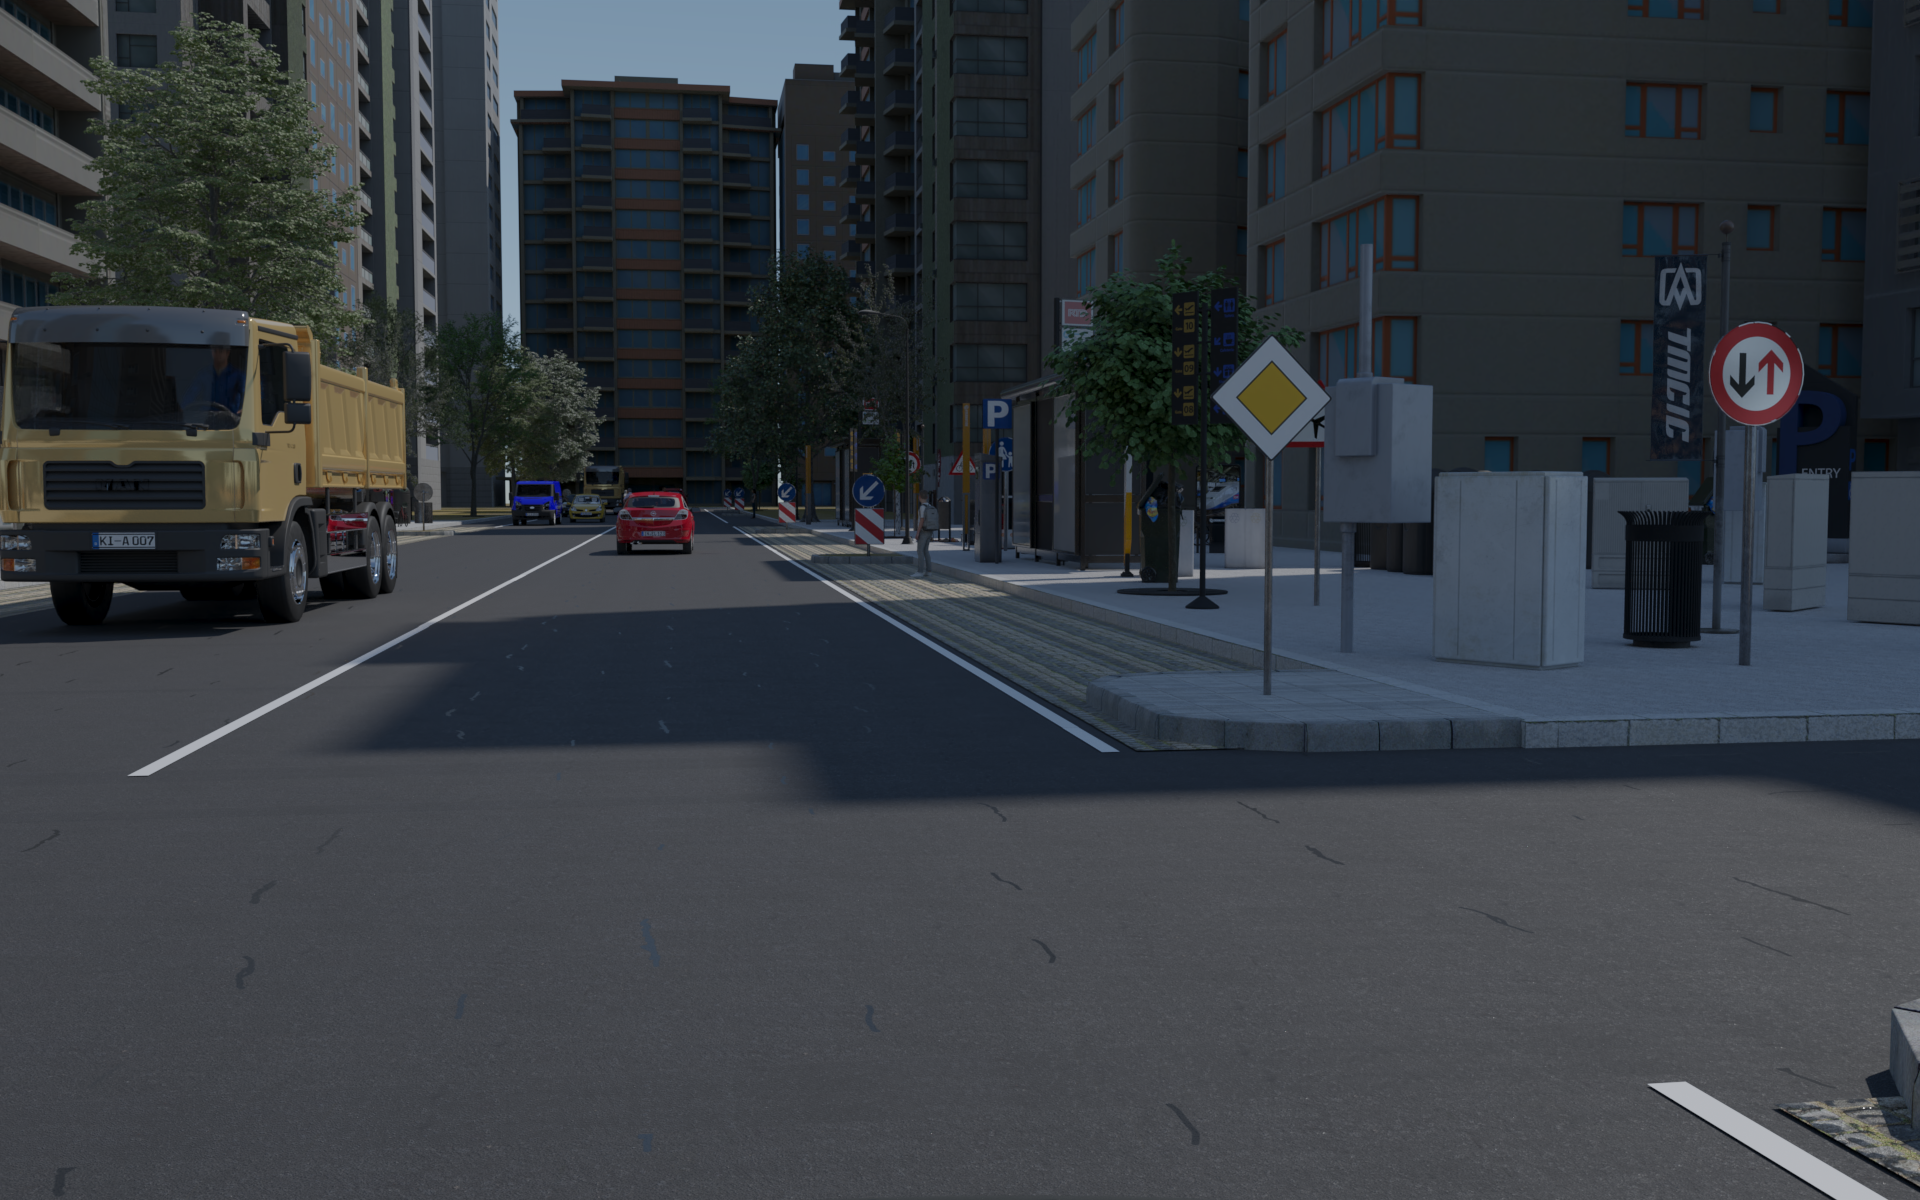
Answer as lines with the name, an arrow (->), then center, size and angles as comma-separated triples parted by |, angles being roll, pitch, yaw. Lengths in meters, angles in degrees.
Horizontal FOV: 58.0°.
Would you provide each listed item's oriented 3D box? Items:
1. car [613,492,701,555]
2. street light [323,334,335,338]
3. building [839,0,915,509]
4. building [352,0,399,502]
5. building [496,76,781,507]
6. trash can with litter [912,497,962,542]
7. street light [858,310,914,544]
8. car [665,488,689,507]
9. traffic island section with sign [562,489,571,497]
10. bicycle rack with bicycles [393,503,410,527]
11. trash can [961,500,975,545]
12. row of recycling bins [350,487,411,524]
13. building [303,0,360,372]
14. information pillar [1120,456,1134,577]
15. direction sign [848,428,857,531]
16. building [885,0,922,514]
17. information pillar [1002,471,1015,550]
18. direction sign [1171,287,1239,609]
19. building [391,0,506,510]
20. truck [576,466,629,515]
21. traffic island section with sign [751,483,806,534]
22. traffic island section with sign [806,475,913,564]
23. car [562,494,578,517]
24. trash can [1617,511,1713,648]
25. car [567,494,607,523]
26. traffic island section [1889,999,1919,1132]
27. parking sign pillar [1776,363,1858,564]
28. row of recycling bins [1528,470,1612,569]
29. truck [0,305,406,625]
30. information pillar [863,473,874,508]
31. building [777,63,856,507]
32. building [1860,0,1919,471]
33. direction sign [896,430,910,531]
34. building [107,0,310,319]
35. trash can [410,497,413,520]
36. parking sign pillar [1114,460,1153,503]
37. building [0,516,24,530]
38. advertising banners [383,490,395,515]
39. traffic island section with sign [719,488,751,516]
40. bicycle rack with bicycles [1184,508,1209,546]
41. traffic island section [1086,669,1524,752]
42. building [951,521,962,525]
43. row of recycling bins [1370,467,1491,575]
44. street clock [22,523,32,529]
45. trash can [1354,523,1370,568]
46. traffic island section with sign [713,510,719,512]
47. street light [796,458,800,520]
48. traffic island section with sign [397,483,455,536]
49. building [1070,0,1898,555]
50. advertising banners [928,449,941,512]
car -> -7.474, -2.055, 42.637 | 2.155, 1.783, 4.494 | 0, 4, -8
street light -> -18.795, -4.750, 50.201 | 1.470, 5.913, 1.316 | -1, 4, -9
building -> 1.816, -29.707, 140.329 | 22.147, 44.769, 28.867 | -1, 4, -9
building -> -45.830, -26.400, 115.236 | 14.154, 41.232, 14.086 | -1, 4, -9
building -> -33.858, -32.421, 184.707 | 28.867, 44.769, 22.147 | -1, 4, -9
trash can with litter -> -0.561, -2.179, 46.677 | 1.678, 1.210, 2.233 | -3, 4, -36
street light -> -1.878, -4.368, 43.958 | 1.470, 5.913, 1.316 | -1, 4, -9
car -> -19.086, -6.479, 114.609 | 2.281, 1.827, 5.304 | -1, 4, -11
traffic island section with sign -> -31.150, -7.878, 137.430 | 1.989, 1.847, 2.006 | -1, 4, -9
bicycle rack with bicycles -> -23.045, -3.355, 68.235 | 2.852, 0.926, 2.925 | -2, 4, -23
trash can -> 0.388, -1.952, 43.576 | 0.748, 1.137, 0.748 | 0, 3, 0
row of recycling bins -> -25.438, -4.109, 74.297 | 3.534, 1.692, 1.069 | -1, 4, -23
building -> -43.827, -27.586, 101.135 | 14.600, 45.320, 14.200 | -1, 4, -9
information pillar -> 2.594, -2.164, 26.730 | 0.183, 3.616, 0.504 | 0, 4, 2
direction sign -> -3.680, -4.147, 59.802 | 0.379, 3.537, 0.876 | 1, 4, 12
building -> 6.266, -41.401, 115.165 | 20.563, 71.187, 20.611 | -1, 4, -9
information pillar -> 1.099, -2.181, 40.156 | 0.304, 2.012, 0.304 | -3, 5, -42
direction sign -> 2.719, -1.672, 19.329 | 0.876, 3.537, 0.379 | 3, 5, 44
building -> -62.101, -38.949, 178.823 | 28.212, 58.520, 21.231 | -1, 4, -9
truck -> -24.758, -7.622, 120.545 | 3.469, 3.379, 9.791 | -1, 4, -10
traffic island section with sign -> -6.455, -3.328, 63.034 | 1.989, 1.847, 2.006 | -1, 4, -9
traffic island section with sign -> -2.088, -1.682, 36.128 | 1.989, 1.847, 2.006 | -1, 4, -9
car -> -24.078, -6.031, 108.397 | 2.009, 1.686, 4.222 | 0, 4, -7
trash can -> 5.923, -0.180, 14.590 | 0.748, 1.137, 0.748 | 0, 3, 0
car -> -18.918, -4.755, 87.965 | 2.015, 1.641, 3.980 | -1, 4, -10
traffic island section -> 3.261, 1.167, 3.197 | 2.009, 0.180, 2.903 | -1, 4, -9
parking sign pillar -> 16.070, -2.694, 32.514 | 1.447, 3.967, 1.447 | -3, 5, -45
row of recycling bins -> 9.655, -1.421, 30.339 | 3.534, 1.692, 1.069 | 2, 4, 25
truck -> -8.917, -1.547, 21.221 | 3.469, 3.379, 9.791 | -1, 4, -8
information pillar -> -3.251, -3.482, 61.416 | 0.304, 2.012, 0.304 | 1, 4, 14
building -> -11.802, -32.693, 184.635 | 14.200, 45.320, 14.600 | -1, 4, -9
building -> 26.916, -21.183, 29.935 | 14.086, 41.232, 14.154 | -1, 4, -9
direction sign -> -2.048, -4.217, 60.940 | 0.379, 3.537, 0.876 | 3, 4, 36
building -> -41.452, -19.297, 87.204 | 14.160, 30.474, 14.107 | -1, 4, -9
trash can -> -25.821, -4.218, 80.619 | 0.748, 1.137, 0.748 | 0, 3, 0
parking sign pillar -> 5.106, -3.824, 50.987 | 1.447, 3.967, 1.447 | -3, 4, -36
building -> -39.781, -26.103, 50.481 | 21.300, 48.544, 21.600 | -1, 4, -9
advertising banners -> -21.343, -4.204, 64.927 | 0.090, 3.025, 2.074 | 0, 4, -5
traffic island section with sign -> -14.432, -6.336, 112.224 | 1.989, 1.847, 2.006 | -1, 4, -9
bicycle rack with bicycles -> 5.824, -1.839, 43.446 | 2.925, 0.926, 2.852 | 1, 4, 19
traffic island section -> 1.982, 0.685, 11.080 | 2.009, 0.180, 2.903 | -1, 4, -9
building -> 5.578, -18.810, 79.242 | 14.160, 30.474, 14.107 | -1, 4, -9
row of recycling bins -> 7.557, -1.283, 28.084 | 1.069, 1.692, 3.534 | 0, 4, -7
street clock -> -15.807, -1.518, 29.391 | 0.471, 2.002, 0.358 | 0, 4, -1
trash can -> 7.131, -1.148, 30.420 | 0.748, 1.137, 0.748 | 0, 3, 0
traffic island section with sign -> -18.758, -7.964, 138.831 | 1.989, 1.847, 2.006 | -1, 4, -9
street light -> -8.588, -6.902, 85.384 | 1.470, 5.913, 1.316 | -1, 4, -9
traffic island section with sign -> -18.584, -3.141, 59.991 | 1.989, 1.847, 2.006 | -1, 4, -9
building -> 20.034, -12.659, 52.020 | 27.650, 21.520, 28.899 | -1, 4, -9
advertising banners -> -0.996, -4.370, 67.633 | 0.090, 3.025, 2.074 | -1, 4, -14
